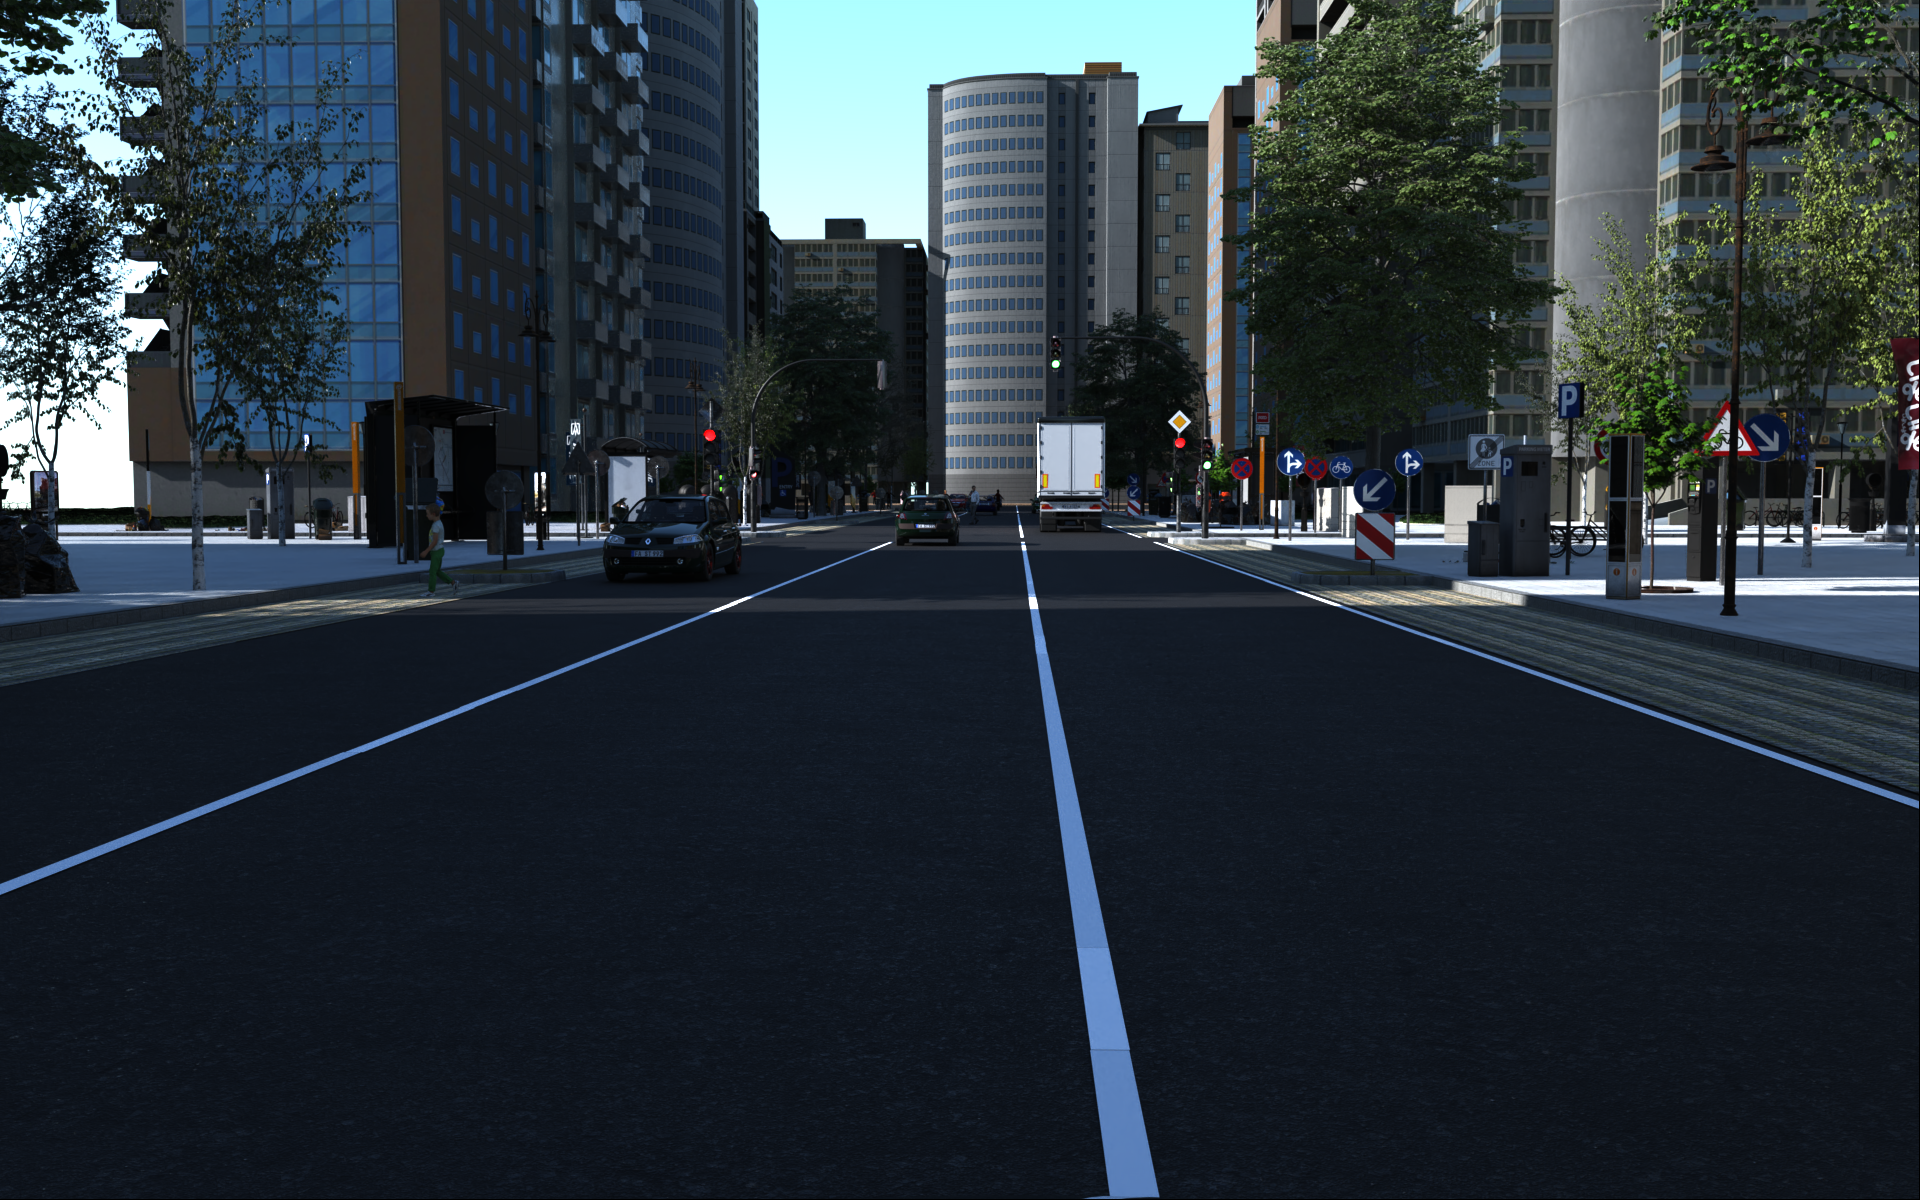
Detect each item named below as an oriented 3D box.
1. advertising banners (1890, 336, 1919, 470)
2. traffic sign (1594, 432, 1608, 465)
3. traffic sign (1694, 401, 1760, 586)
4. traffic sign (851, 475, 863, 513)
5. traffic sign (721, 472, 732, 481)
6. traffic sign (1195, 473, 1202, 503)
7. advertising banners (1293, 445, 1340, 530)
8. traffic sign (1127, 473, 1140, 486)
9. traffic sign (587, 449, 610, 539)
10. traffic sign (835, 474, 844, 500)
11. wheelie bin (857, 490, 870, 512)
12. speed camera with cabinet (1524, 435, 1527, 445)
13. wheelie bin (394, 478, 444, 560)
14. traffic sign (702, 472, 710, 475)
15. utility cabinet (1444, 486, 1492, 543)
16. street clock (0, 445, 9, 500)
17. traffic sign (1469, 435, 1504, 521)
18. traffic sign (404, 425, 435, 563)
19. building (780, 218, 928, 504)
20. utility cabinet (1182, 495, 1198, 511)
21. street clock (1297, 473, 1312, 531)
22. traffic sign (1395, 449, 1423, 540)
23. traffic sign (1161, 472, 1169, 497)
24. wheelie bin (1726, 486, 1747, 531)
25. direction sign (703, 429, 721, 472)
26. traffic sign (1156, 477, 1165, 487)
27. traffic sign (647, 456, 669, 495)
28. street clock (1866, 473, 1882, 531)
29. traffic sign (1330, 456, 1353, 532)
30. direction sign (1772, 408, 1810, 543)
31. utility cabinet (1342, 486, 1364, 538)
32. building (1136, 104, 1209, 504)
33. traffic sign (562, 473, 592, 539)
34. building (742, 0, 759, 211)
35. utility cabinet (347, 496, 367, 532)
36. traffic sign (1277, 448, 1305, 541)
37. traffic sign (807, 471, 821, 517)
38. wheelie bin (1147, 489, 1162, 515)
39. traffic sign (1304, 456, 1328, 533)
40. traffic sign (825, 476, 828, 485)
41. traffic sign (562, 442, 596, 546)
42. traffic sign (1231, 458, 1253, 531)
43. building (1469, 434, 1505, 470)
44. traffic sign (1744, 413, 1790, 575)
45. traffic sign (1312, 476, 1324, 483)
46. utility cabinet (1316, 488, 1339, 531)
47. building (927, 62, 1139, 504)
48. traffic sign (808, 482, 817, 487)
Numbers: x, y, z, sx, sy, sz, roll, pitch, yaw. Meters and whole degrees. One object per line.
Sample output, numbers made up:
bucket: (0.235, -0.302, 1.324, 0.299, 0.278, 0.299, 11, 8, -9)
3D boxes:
advertising banners: (11.354, -1.405, 19.154, 2.074, 3.025, 0.090, 1, 4, 11)
traffic sign: (12.154, -1.964, 32.218, 0.768, 2.556, 0.104, 0, 4, 6)
traffic sign: (10.684, -1.481, 24.215, 0.884, 2.594, 0.081, 1, 4, 11)
traffic sign: (-6.951, -7.143, 116.787, 0.884, 2.594, 0.081, 0, 4, 4)
traffic sign: (-11.731, -5.271, 85.919, 0.795, 2.593, 0.064, 0, 4, 3)
traffic sign: (13.287, -5.809, 95.081, 0.768, 2.556, 0.104, 0, 4, 7)
advertising banners: (12.934, -4.028, 62.041, 2.074, 3.025, 0.090, 0, 4, -1)
traffic sign: (10.607, -6.476, 105.988, 0.768, 2.556, 0.104, 1, 4, 10)
traffic sign: (-10.359, -3.017, 49.441, 0.768, 2.556, 0.104, 1, 4, 9)
traffic sign: (-7.737, -6.719, 109.964, 0.768, 2.556, 0.104, 0, 4, 8)
wheelie bin: (-7.082, -7.308, 127.398, 0.980, 1.594, 0.693, -1, 4, -12)
speed camera with cabinet: (19.176, -3.957, 59.041, 0.660, 3.252, 2.038, 2, 4, 28)
wheelie bin: (-10.517, -1.580, 33.743, 0.980, 1.594, 0.693, 0, 4, -7)
traffic sign: (-12.560, -5.295, 86.685, 0.768, 2.556, 0.104, 0, 4, 8)
utility cabinet: (13.235, -2.228, 45.109, 1.173, 1.500, 0.318, 1, 4, 17)
street clock: (-14.059, -1.266, 25.267, 0.471, 2.002, 0.358, 3, 5, 42)
traffic sign: (8.990, -1.684, 29.657, 0.606, 2.300, 0.079, 0, 4, 5)
traffic sign: (-10.094, -1.956, 32.087, 0.768, 2.556, 0.104, 0, 4, 5)
building: (-16.459, -33.947, 246.910, 23.993, 40.220, 32.217, 0, 4, 2)
utility cabinet: (12.878, -5.254, 97.058, 0.306, 1.237, 1.020, -3, 4, -38)
street clock: (11.833, -3.360, 59.502, 0.471, 2.002, 0.358, 2, 4, 24)
traffic sign: (12.595, -2.968, 48.636, 0.768, 2.556, 0.104, 0, 4, 8)
traffic sign: (11.894, -6.047, 98.972, 0.768, 2.556, 0.104, 1, 4, 11)
wheelie bin: (27.257, -3.240, 60.877, 0.693, 1.594, 0.980, 2, 4, 31)
direction sign: (-8.709, -4.214, 60.897, 0.379, 3.537, 0.876, 3, 4, 36)
traffic sign: (15.073, -7.904, 129.232, 0.884, 2.594, 0.081, 0, 4, 5)
traffic sign: (-10.021, -3.509, 57.476, 0.768, 2.556, 0.104, 1, 4, 10)
street clock: (31.688, -3.396, 60.094, 0.471, 2.002, 0.358, 0, 4, 2)
traffic sign: (12.711, -3.529, 57.801, 0.768, 2.556, 0.104, 0, 4, 6)
direction sign: (21.864, -3.280, 45.630, 0.876, 3.537, 0.379, 3, 4, 37)
utility cabinet: (11.626, -2.547, 50.324, 0.318, 1.500, 1.173, -2, 4, -31)
building: (37.725, -39.969, 242.737, 27.495, 52.752, 28.713, 0, 4, 2)
traffic sign: (-10.795, -2.988, 48.851, 0.884, 2.594, 0.081, 1, 4, 10)
building: (-39.551, -49.096, 240.966, 20.611, 71.187, 20.563, 0, 4, 2)
utility cabinet: (-20.351, -2.929, 59.055, 1.020, 1.237, 0.306, 1, 4, 15)
traffic sign: (9.067, -2.899, 47.509, 0.768, 2.556, 0.104, 0, 4, 8)
traffic sign: (-8.023, -5.818, 95.229, 0.768, 2.556, 0.104, 0, 4, 3)
wheelie bin: (11.945, -6.026, 106.426, 0.980, 1.594, 0.693, 1, 4, 15)
traffic sign: (11.782, -3.503, 57.379, 0.768, 2.556, 0.104, 0, 4, 5)
traffic sign: (-9.202, -7.049, 115.359, 0.768, 2.556, 0.104, 1, 4, 9)
traffic sign: (-9.443, -2.622, 42.866, 0.884, 2.594, 0.081, 1, 4, 10)
traffic sign: (9.882, -3.711, 60.778, 0.768, 2.556, 0.104, 0, 4, 7)
building: (73.058, -33.745, 235.323, 14.086, 41.232, 14.154, 0, 4, 2)
traffic sign: (12.710, -1.671, 27.434, 0.768, 2.556, 0.104, 0, 4, 5)
traffic sign: (13.337, -3.973, 65.071, 0.768, 2.556, 0.104, 0, 4, 7)
utility cabinet: (12.594, -3.107, 59.485, 0.318, 1.500, 1.173, -1, 4, -14)
building: (9.782, -42.701, 240.166, 28.212, 58.520, 21.231, 0, 4, 2)
traffic sign: (-10.125, -7.310, 119.622, 0.768, 2.556, 0.104, 0, 4, 4)
